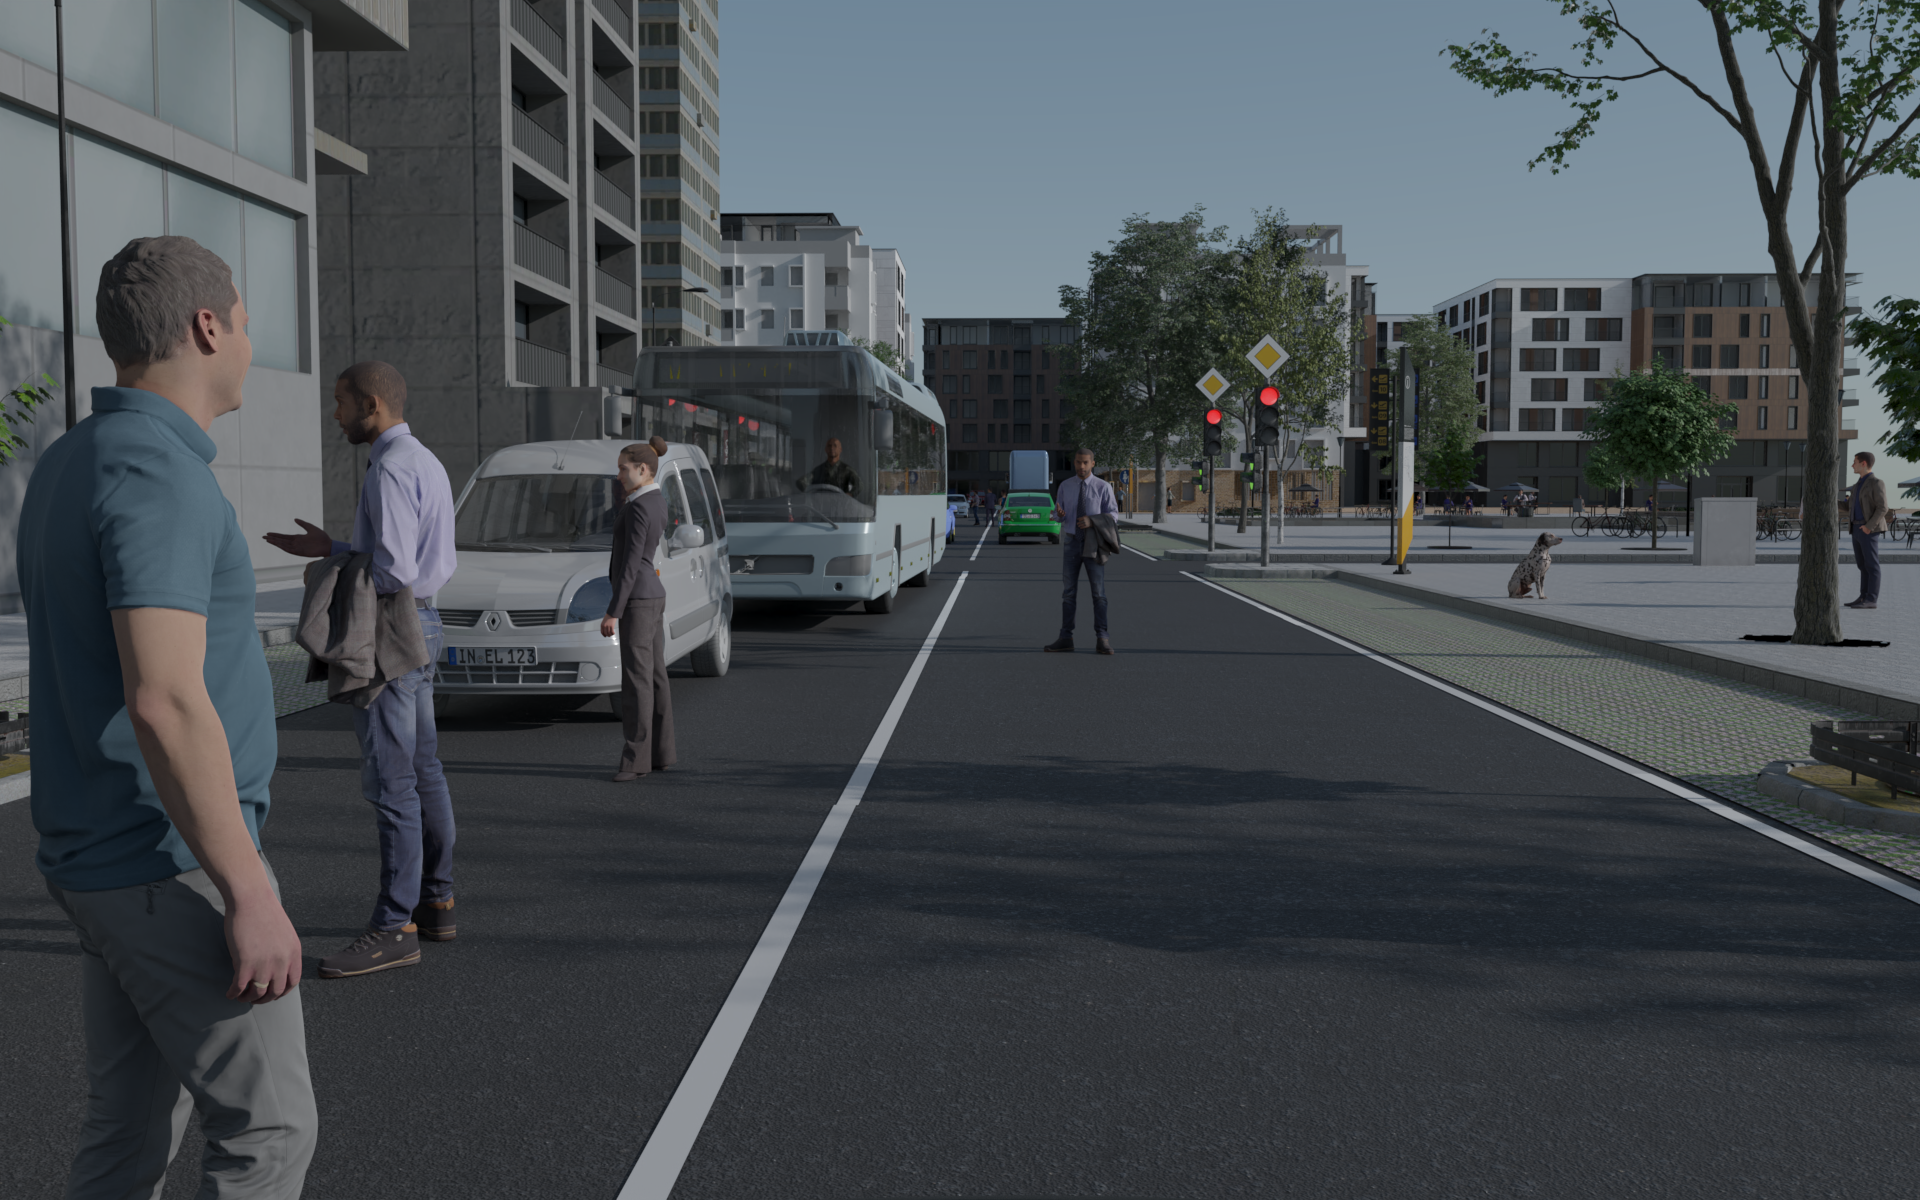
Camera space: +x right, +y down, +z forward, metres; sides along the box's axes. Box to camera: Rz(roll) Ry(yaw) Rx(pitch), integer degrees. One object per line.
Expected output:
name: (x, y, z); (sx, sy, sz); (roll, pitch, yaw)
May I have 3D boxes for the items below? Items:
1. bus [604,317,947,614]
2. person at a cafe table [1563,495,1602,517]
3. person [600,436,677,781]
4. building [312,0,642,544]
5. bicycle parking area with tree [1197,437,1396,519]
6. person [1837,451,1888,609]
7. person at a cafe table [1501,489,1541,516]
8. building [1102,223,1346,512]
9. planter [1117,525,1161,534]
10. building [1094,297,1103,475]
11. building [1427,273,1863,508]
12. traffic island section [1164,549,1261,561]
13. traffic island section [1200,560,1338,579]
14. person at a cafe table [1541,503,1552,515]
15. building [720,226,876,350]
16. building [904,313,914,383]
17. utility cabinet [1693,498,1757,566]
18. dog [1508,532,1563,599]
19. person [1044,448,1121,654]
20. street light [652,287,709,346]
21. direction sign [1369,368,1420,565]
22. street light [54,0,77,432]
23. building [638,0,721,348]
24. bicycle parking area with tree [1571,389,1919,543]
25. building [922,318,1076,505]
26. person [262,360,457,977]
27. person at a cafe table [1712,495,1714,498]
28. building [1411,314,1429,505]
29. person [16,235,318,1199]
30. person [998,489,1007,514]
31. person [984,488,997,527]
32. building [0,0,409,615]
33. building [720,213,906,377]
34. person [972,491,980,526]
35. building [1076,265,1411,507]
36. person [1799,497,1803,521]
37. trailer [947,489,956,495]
bus: (-1.868, -1.754, 23.544); (2.948, 3.499, 13.247); (0, 4, 3)
person at a cafe table: (30.835, -4.596, 86.013); (1.698, 1.238, 1.726); (2, 4, 31)
person: (-1.721, 0.021, 8.967); (0.445, 1.727, 0.742); (-2, 4, -29)
building: (-18.064, -37.293, 47.994); (20.563, 71.187, 20.611); (0, 4, 1)
bicycle parking area with tree: (17.282, -6.214, 88.596); (9.016, 4.147, 8.231); (-2, 4, -33)
person: (10.030, -0.794, 19.553); (0.750, 1.759, 0.617); (1, 4, 20)
person at a cafe table: (28.255, -4.827, 87.438); (1.698, 1.524, 1.622); (1, 4, 21)
building: (18.983, -16.519, 126.512); (16.016, 20.091, 11.380); (0, 4, 1)
planter: (6.262, -2.573, 63.211); (1.991, 0.319, 1.994); (0, 4, 1)
building: (19.182, -17.221, 137.986); (16.016, 20.091, 11.380); (0, 4, 1)
building: (67.253, -20.210, 174.405); (32.646, 21.610, 27.936); (0, 4, 1)
traffic island section: (5.616, -0.996, 38.561); (2.009, 0.180, 2.903); (0, 4, 1)
traffic island section: (5.407, -0.508, 30.579); (2.009, 0.180, 2.903); (0, 4, 1)
person at a cafe table: (36.322, -6.142, 108.937); (1.622, 1.524, 1.698); (2, 4, 24)
building: (-13.737, -16.147, 120.425); (16.016, 20.091, 11.380); (0, 4, 1)
building: (-12.296, -18.833, 164.346); (16.016, 20.091, 11.380); (0, 4, 1)
utility cabinet: (13.727, -1.219, 31.095); (1.020, 1.237, 0.306); (0, 4, -2)
dog: (7.019, -0.431, 21.426); (0.513, 0.831, 0.800); (-1, 4, -9)
person: (1.078, -0.436, 15.502); (0.709, 1.838, 0.599); (1, 4, 17)
street light: (-6.338, -4.067, 39.032); (1.470, 5.913, 1.316); (0, 4, 1)
direction sign: (7.813, -2.399, 31.220); (0.876, 3.537, 0.379); (0, 4, 6)
street light: (-6.986, -2.571, 14.579); (1.470, 5.913, 1.316); (0, 4, 1)
building: (-25.116, -24.094, 85.812); (32.217, 40.220, 23.993); (0, 4, 1)
bicycle parking area with tree: (23.167, -3.849, 49.934); (9.016, 4.147, 8.231); (-1, 4, -9)
building: (12.141, -22.460, 211.203); (32.646, 21.610, 27.936); (0, 4, 1)
person: (-1.878, 0.184, 5.359); (0.599, 1.838, 0.709); (0, 4, -5)
person at a cafe table: (45.071, -5.692, 103.926); (1.698, 1.238, 1.726); (1, 4, 15)
building: (44.784, -22.428, 210.669); (32.646, 21.610, 27.936); (0, 4, 1)
person: (-1.124, 0.372, 2.547); (0.434, 1.807, 0.598); (-2, 4, -30)
person: (1.525, -2.945, 58.518); (0.647, 1.594, 0.662); (-3, 5, -43)
person: (1.318, -4.009, 74.961); (0.541, 1.710, 0.530); (0, 4, 3)
building: (-22.465, -26.023, 14.715); (27.495, 52.752, 28.713); (0, 4, 1)
building: (-19.306, -18.259, 142.503); (27.936, 21.610, 32.646); (0, 4, 1)
person: (0.690, -4.137, 78.098); (0.435, 1.587, 0.963); (0, 4, -4)
building: (26.402, -20.032, 171.498); (27.936, 21.610, 32.646); (0, 4, 1)
person: (12.181, -0.948, 24.726); (0.628, 1.438, 0.799); (0, 4, 1)
trailer: (-1.002, -10.556, 179.636); (1.471, 1.999, 3.904); (0, 4, 3)
